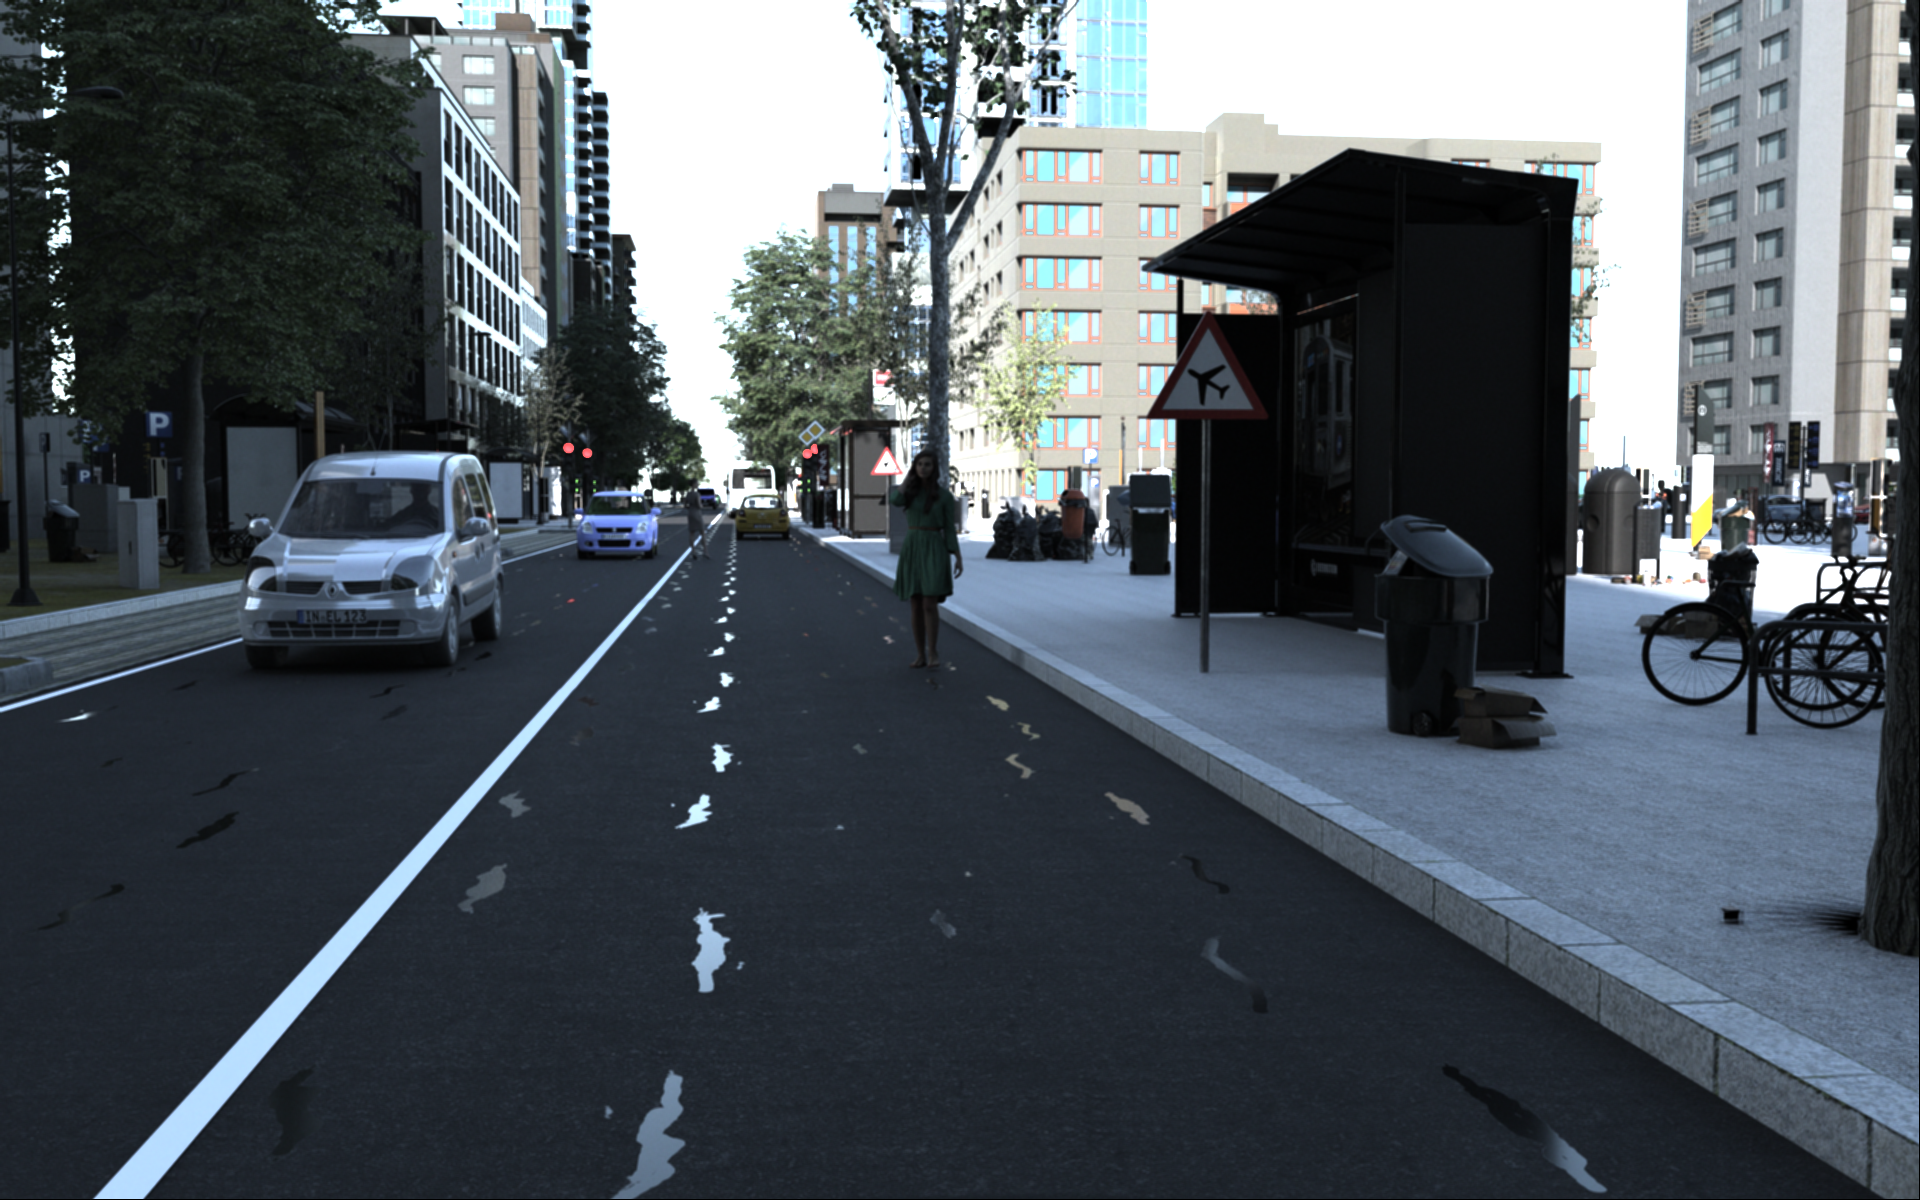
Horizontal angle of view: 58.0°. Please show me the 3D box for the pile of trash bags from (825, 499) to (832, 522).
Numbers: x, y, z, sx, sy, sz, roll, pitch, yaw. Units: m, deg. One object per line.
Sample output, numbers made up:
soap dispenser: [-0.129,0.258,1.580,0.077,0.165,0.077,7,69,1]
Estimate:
pile of trash bags: [-4.790,-4.159,77.756,1.912,1.369,3.447,-1,4,-21]

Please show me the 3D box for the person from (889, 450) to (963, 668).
person: [-0.272,-0.335,14.222,0.600,1.795,0.529,0,4,1]

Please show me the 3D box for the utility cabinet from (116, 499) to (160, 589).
utility cabinet: [-11.284,-0.770,23.756,0.306,1.237,1.020,-3,4,-39]

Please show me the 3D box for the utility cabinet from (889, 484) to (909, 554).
utility cabinet: [-1.042,-1.707,36.584,0.318,1.500,1.173,-3,4,-38]

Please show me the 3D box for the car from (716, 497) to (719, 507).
car: [-27.576,-11.165,191.338,1.959,1.807,4.718,-1,4,-8]

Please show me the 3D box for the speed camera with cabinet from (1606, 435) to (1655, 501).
speed camera with cabinet: [22.645,-3.923,58.475,2.038,3.252,0.660,-2,4,-35]

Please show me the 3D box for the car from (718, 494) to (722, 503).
car: [-38.819,-16.248,275.436,2.009,1.686,4.222,-1,4,-9]

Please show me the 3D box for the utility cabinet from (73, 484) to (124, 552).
utility cabinet: [-18.925,-1.792,37.979,1.173,1.500,0.318,2,4,29]

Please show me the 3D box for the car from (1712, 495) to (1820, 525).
car: [34.580,-3.812,74.322,4.499,1.417,2.014,0,4,-8]

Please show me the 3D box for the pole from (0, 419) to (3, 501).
pole: [-25.137,-3.146,45.283,0.158,3.312,0.155,0,3,0]

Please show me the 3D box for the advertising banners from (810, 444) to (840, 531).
advertising banners: [-4.556,-4.182,64.563,2.074,3.025,0.090,-1,4,-14]

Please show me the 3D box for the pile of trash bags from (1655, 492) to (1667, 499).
pile of trash bags: [56.301,-7.915,139.166,3.447,1.369,1.912,2,4,25]

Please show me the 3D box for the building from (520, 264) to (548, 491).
building: [-38.612,-17.198,135.937,10.420,20.320,16.860,0,4,-7]

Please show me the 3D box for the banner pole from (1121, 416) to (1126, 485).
banner pole: [5.279,-4.031,55.919,0.401,3.779,0.863,1,4,12]

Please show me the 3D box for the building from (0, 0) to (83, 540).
building: [-36.119,-36.820,40.264,20.611,71.187,20.563,0,4,-7]

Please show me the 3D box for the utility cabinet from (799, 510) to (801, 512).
utility cabinet: [-12.584,-7.476,133.401,0.306,1.237,1.020,2,4,32]

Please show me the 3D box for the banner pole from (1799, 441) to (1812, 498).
banner pole: [39.612,-5.579,81.230,0.401,3.779,0.863,-1,4,-18]

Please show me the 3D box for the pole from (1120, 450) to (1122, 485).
pole: [7.494,-5.270,80.014,0.158,3.312,0.155,0,3,0]

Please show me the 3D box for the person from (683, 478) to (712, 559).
person: [-5.800,-1.799,38.256,0.599,1.781,0.374,2,4,34]

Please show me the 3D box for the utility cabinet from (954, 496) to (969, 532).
utility cabinet: [-0.132,-2.929,59.045,0.306,1.237,1.020,-3,4,-37]

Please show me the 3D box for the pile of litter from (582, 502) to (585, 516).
pile of litter: [-22.478,-5.502,103.916,1.176,0.858,1.719,2,4,31]

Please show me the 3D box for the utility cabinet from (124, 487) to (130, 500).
utility cabinet: [-26.264,-2.743,53.523,0.318,1.500,1.173,2,4,28]

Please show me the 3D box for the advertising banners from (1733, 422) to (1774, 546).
advertising banners: [19.657,-2.858,42.919,0.090,3.025,2.074,0,4,1]

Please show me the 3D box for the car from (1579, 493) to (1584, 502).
car: [27.059,-3.953,73.424,4.718,1.807,1.959,-1,4,-9]

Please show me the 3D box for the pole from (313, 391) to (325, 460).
pole: [-12.732,-2.485,34.468,0.158,3.312,0.155,0,3,0]

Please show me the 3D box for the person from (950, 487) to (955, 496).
person: [-0.436,-3.865,71.868,0.537,1.800,0.526,0,4,-2]

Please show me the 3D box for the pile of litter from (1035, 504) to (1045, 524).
pile of litter: [3.238,-3.729,74.939,1.176,0.858,1.719,-3,4,-36]

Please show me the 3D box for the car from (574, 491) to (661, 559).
car: [-7.790,-1.830,39.506,1.945,1.707,3.694,-1,4,-8]

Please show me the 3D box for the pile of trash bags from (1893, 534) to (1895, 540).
pile of trash bags: [5.263,0.217,6.200,3.447,1.369,1.912,3,4,36]

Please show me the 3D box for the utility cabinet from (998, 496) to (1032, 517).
utility cabinet: [1.539,-2.250,47.944,1.020,1.237,0.306,-3,5,-42]

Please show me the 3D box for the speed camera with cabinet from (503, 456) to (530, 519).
speed camera with cabinet: [-22.665,-5.737,88.144,2.038,3.252,0.660,3,5,43]

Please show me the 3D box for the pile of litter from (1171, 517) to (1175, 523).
pile of litter: [9.716,-3.928,78.187,1.176,0.858,1.719,2,4,31]

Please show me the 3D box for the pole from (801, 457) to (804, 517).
pole: [-8.640,-6.196,95.154,0.158,3.312,0.155,0,3,0]

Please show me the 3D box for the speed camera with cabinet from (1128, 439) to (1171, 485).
speed camera with cabinet: [6.571,-4.159,62.342,2.038,3.252,0.660,1,4,9]

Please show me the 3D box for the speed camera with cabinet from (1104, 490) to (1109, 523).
speed camera with cabinet: [7.160,-4.936,75.038,0.660,3.252,2.038,-3,5,-44]

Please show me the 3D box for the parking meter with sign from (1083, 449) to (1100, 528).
parking meter with sign: [5.083,-4.278,66.213,0.543,3.016,1.738,0,4,-3]

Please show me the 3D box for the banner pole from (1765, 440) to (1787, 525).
banner pole: [33.389,-4.955,71.034,0.863,3.779,0.401,2,4,24]

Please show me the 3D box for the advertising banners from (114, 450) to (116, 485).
advertising banners: [-34.165,-4.520,70.089,0.090,3.025,2.074,-2,4,-25]

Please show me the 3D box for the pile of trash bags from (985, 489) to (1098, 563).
pile of trash bags: [1.759,-1.450,33.468,1.912,1.369,3.447,-1,4,-15]

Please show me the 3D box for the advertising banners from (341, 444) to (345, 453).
advertising banners: [-21.815,-3.954,60.828,0.090,3.025,2.074,-2,4,-30]

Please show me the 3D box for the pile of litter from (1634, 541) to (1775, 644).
pile of litter: [6.737,-0.104,15.672,1.176,0.858,1.719,2,4,24]

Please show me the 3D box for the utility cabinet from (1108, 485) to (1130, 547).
utility cabinet: [3.995,-2.020,41.713,0.318,1.500,1.173,-2,4,-26]

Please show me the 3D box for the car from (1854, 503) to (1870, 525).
car: [40.803,-4.048,75.227,4.494,1.783,2.155,0,4,-7]

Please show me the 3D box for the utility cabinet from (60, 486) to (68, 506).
utility cabinet: [-23.646,-2.335,46.849,1.173,1.500,0.318,-2,4,-24]

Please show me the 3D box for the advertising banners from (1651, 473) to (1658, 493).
advertising banners: [57.790,-8.998,143.304,2.074,3.025,0.090,-2,4,-31]

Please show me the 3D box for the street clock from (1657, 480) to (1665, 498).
street clock: [34.962,-5.004,86.390,0.358,2.002,0.471,0,4,1]

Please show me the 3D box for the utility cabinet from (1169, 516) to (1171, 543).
utility cabinet: [5.260,-2.105,45.572,0.306,1.237,1.020,-1,4,-11]

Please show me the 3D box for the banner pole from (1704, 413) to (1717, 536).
banner pole: [23.120,-3.891,53.628,0.401,3.779,0.863,-1,4,-15]

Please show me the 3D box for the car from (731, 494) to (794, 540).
car: [-6.348,-2.782,55.705,2.015,1.641,3.980,0,4,-6]
